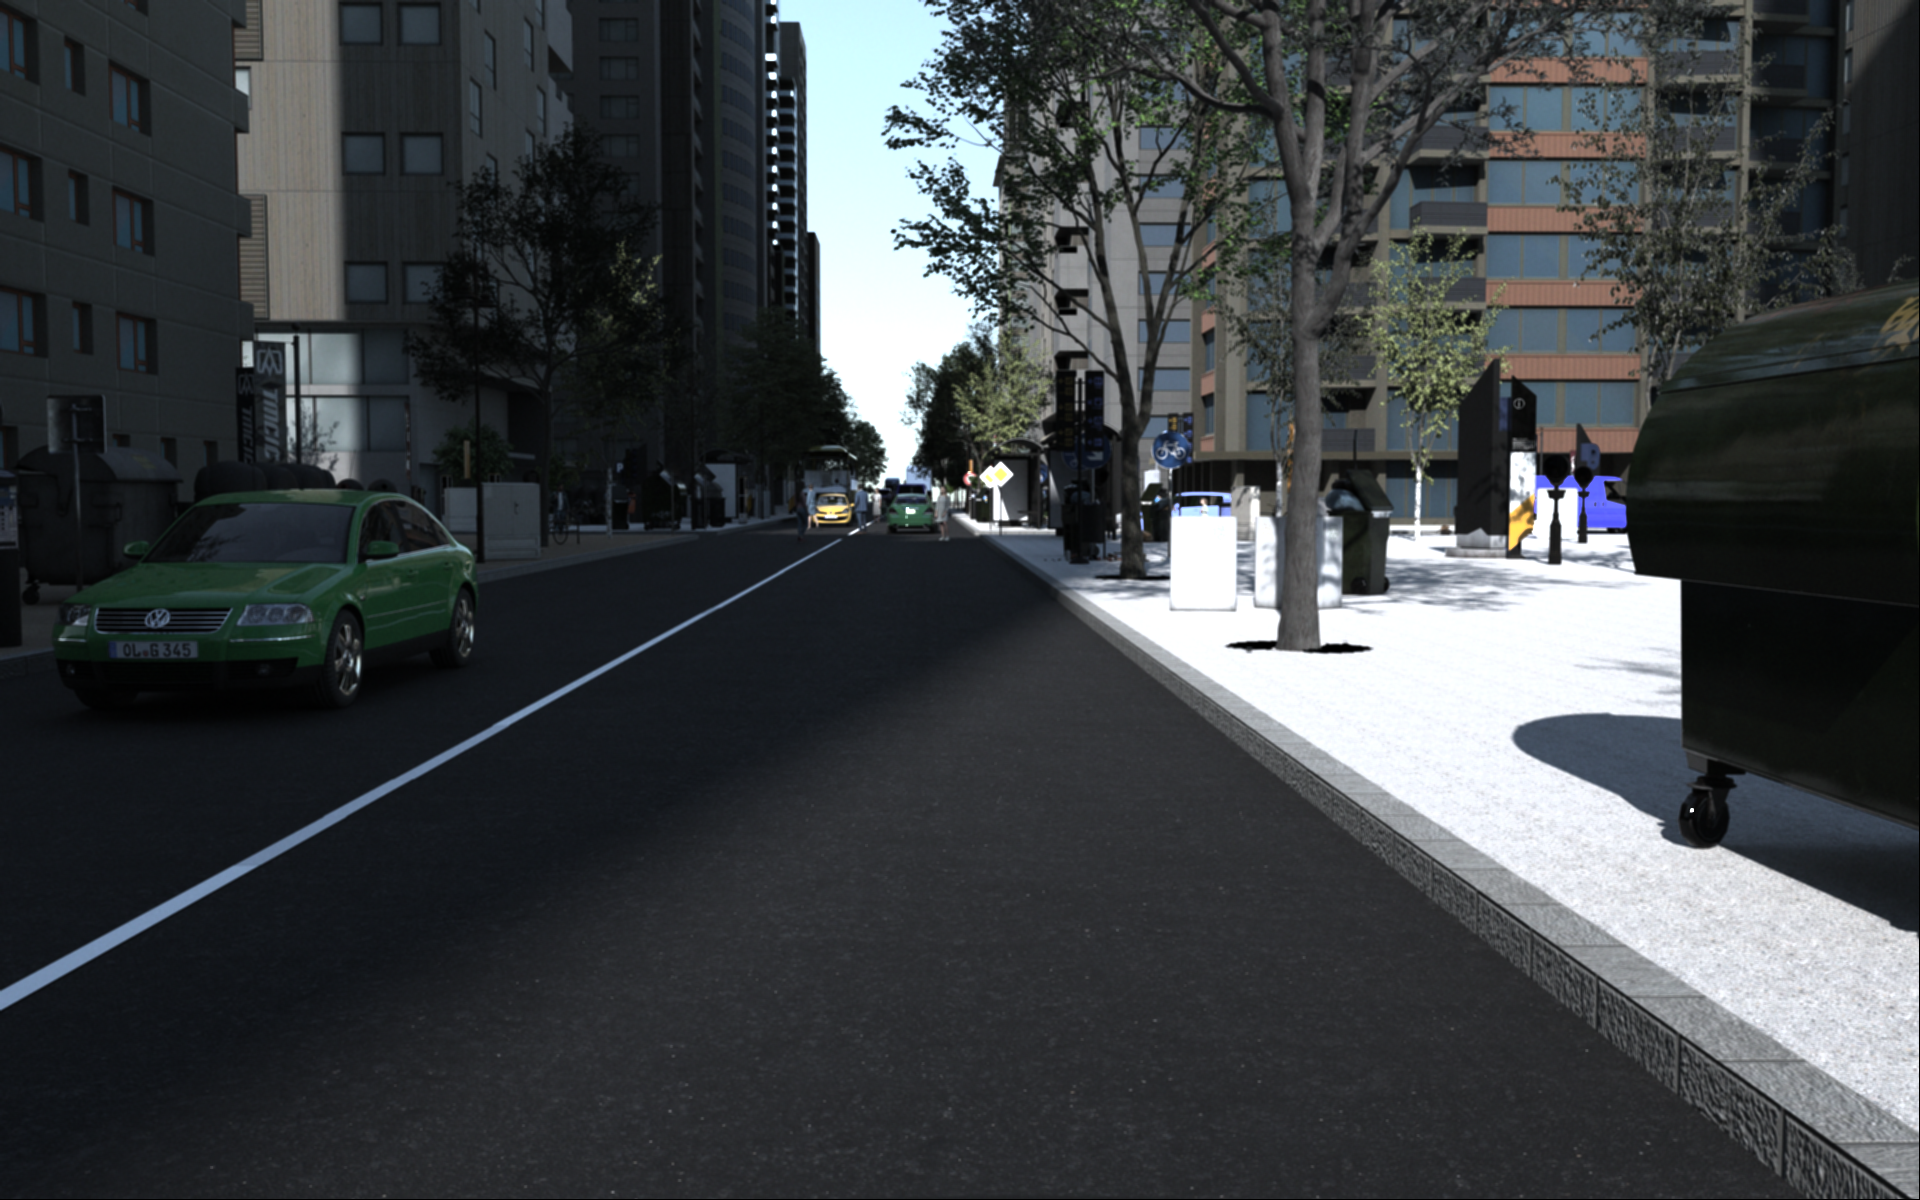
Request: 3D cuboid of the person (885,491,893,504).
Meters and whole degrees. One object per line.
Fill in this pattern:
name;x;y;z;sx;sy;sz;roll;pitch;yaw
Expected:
person;-6.051;-8.568;149.526;0.756;1.711;0.436;3;5;41

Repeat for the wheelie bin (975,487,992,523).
wheelie bin;1.115;-4.276;77.817;0.693;1.594;0.980;-2;4;-25

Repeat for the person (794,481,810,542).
person;-4.698;-2.639;51.651;0.555;1.821;0.388;2;4;35

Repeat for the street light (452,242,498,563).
street light;-8.914;-3.622;32.006;0.468;5.910;1.993;0;4;-1

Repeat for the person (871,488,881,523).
person;-4.217;-4.763;86.952;0.480;1.755;0.524;1;4;10

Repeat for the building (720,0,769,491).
building;-30.679;-38.392;169.705;21.231;58.520;28.212;0;4;-1

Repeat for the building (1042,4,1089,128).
building;21.901;-35.063;162.513;28.713;52.752;27.495;0;4;-1

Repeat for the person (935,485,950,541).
person;-0.512;-2.693;53.527;0.512;1.701;0.522;2;4;26

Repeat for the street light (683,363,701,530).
street light;-9.482;-5.420;61.398;0.468;5.910;1.993;0;4;-1

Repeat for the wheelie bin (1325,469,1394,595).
wheelie bin;5.091;-0.875;22.212;0.693;1.594;0.980;3;5;40

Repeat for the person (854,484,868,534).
person;-3.502;-3.240;61.656;0.419;1.800;0.721;3;5;40

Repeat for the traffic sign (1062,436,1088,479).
traffic sign;2.611;-2.315;37.957;0.768;2.556;0.104;0;4;-1

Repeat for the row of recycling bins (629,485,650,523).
row of recycling bins;-14.399;-4.342;78.096;1.069;1.692;3.534;0;4;-7

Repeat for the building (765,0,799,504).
building;-32.706;-56.781;241.047;22.319;86.520;31.000;0;4;-1

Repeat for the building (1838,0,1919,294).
building;59.828;-30.177;82.626;27.495;52.752;28.713;0;4;-1

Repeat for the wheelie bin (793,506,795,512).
wheelie bin;-11.857;-7.275;126.857;0.980;1.594;0.693;-1;4;-12

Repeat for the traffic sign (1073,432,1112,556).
traffic sign;2.653;-2.120;34.761;0.768;2.556;0.104;0;4;4

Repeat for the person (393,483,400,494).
person;-17.994;-2.835;55.034;0.511;1.800;0.466;-1;4;-16

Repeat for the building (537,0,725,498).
building;-24.486;-26.808;121.897;14.154;41.232;14.086;0;4;-1

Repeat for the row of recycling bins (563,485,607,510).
row of recycling bins;-17.183;-4.389;78.869;3.534;1.692;1.069;2;4;35

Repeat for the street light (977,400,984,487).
street light;1.047;-6.740;82.992;0.468;5.910;1.993;0;4;-1

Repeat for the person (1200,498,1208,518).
person;7.942;-2.675;56.510;0.394;1.301;0.425;-2;4;-29

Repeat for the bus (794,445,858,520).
bus;-6.850;-6.102;91.307;2.896;3.916;12.252;0;4;-1

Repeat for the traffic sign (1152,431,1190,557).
traffic sign;4.254;-2.136;35.036;0.768;2.556;0.104;0;4;4

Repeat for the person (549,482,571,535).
person;-13.259;-3.002;57.570;0.794;1.824;0.713;-1;4;-15

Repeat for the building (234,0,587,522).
building;-34.710;-30.336;85.238;28.713;52.752;27.495;0;4;-1

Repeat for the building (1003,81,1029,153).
building;15.521;-51.787;284.961;20.563;71.187;20.611;0;4;-1

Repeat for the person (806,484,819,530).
person;-5.857;-3.673;68.574;0.581;1.822;0.654;-3;4;-39

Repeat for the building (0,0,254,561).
building;-31.365;-11.178;27.804;28.899;21.520;27.650;0;4;-1

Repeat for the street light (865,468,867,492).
street light;-13.416;-16.819;247.785;0.468;5.910;1.993;0;4;-1

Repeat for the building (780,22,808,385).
building;-31.906;-50.752;268.054;20.563;71.187;20.611;0;4;-1

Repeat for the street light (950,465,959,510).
street light;-0.544;-11.361;158.539;0.468;5.910;1.993;0;4;-1

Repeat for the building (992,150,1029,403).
building;19.737;-41.104;261.284;28.713;52.752;27.495;0;4;-1

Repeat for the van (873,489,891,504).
van;-8.752;-11.799;197.298;2.240;2.365;5.245;0;4;-1

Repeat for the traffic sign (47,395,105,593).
traffic sign;-9.153;-0.968;17.961;0.606;2.300;0.079;0;4;3

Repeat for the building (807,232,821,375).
building;-30.319;-38.908;286.254;14.600;45.320;14.200;0;4;-1

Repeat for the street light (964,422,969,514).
street light;0.466;-8.350;109.307;0.468;5.910;1.993;0;4;-1

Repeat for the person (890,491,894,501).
person;-7.438;-10.771;185.161;0.990;1.755;0.434;-2;4;-30

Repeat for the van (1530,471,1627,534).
van;20.548;-3.265;57.761;5.245;2.365;2.240;0;4;-2

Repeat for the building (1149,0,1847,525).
building;23.707;-26.000;79.717;28.867;44.769;22.147;0;4;-1

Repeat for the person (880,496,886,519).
person;-4.512;-5.426;101.464;0.306;1.304;0.590;-1;4;-18

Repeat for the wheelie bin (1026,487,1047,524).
wheelie bin;3.227;-4.046;74.065;0.980;1.594;0.693;0;4;-7

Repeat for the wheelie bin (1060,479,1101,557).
wheelie bin;2.469;-1.692;35.567;0.693;1.594;0.980;-2;4;-26

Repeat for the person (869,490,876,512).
person;-6.981;-7.956;139.030;0.568;1.767;0.683;0;4;-1

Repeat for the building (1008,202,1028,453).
building;13.660;-34.069;240.615;14.154;41.232;14.086;0;4;-1

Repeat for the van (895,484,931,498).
van;-2.924;-6.246;106.502;2.240;2.365;5.245;0;4;0

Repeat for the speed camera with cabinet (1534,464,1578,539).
speed camera with cabinet;16.739;-3.396;49.862;0.660;3.252;2.038;-3;4;-38

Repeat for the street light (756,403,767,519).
street light;-10.024;-7.026;87.667;0.468;5.910;1.993;0;4;-1

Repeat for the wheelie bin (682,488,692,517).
wheelie bin;-14.928;-5.341;95.240;0.980;1.594;0.693;2;4;27

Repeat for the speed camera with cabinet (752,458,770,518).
speed camera with cabinet;-10.854;-6.124;94.458;0.660;3.252;2.038;-1;4;-20

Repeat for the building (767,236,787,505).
building;-26.922;-25.727;192.337;14.160;30.474;14.107;0;4;-1

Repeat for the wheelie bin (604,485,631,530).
wheelie bin;-12.287;-3.305;61.948;0.980;1.594;0.693;-2;4;-35

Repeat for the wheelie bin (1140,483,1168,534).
wheelie bin;5.603;-2.560;49.766;0.693;1.594;0.980;-2;4;-29

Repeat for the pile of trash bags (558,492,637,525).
pile of trash bags;-15.022;-3.809;72.036;3.447;1.369;1.912;-3;5;-40

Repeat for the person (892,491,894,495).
person;-7.239;-11.006;189.185;0.721;1.736;1.217;0;4;-4

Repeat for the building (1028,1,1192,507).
building;17.982;-39.637;190.061;21.231;58.520;28.212;0;4;-1

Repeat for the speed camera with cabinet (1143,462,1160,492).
speed camera with cabinet;7.423;-4.445;67.011;0.660;3.252;2.038;0;4;8

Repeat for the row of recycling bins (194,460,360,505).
row of recycling bins;-9.000;-0.955;22.734;1.069;1.692;3.534;0;4;-2

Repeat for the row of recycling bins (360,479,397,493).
row of recycling bins;-17.095;-2.446;47.106;3.534;1.692;1.069;0;4;-5
